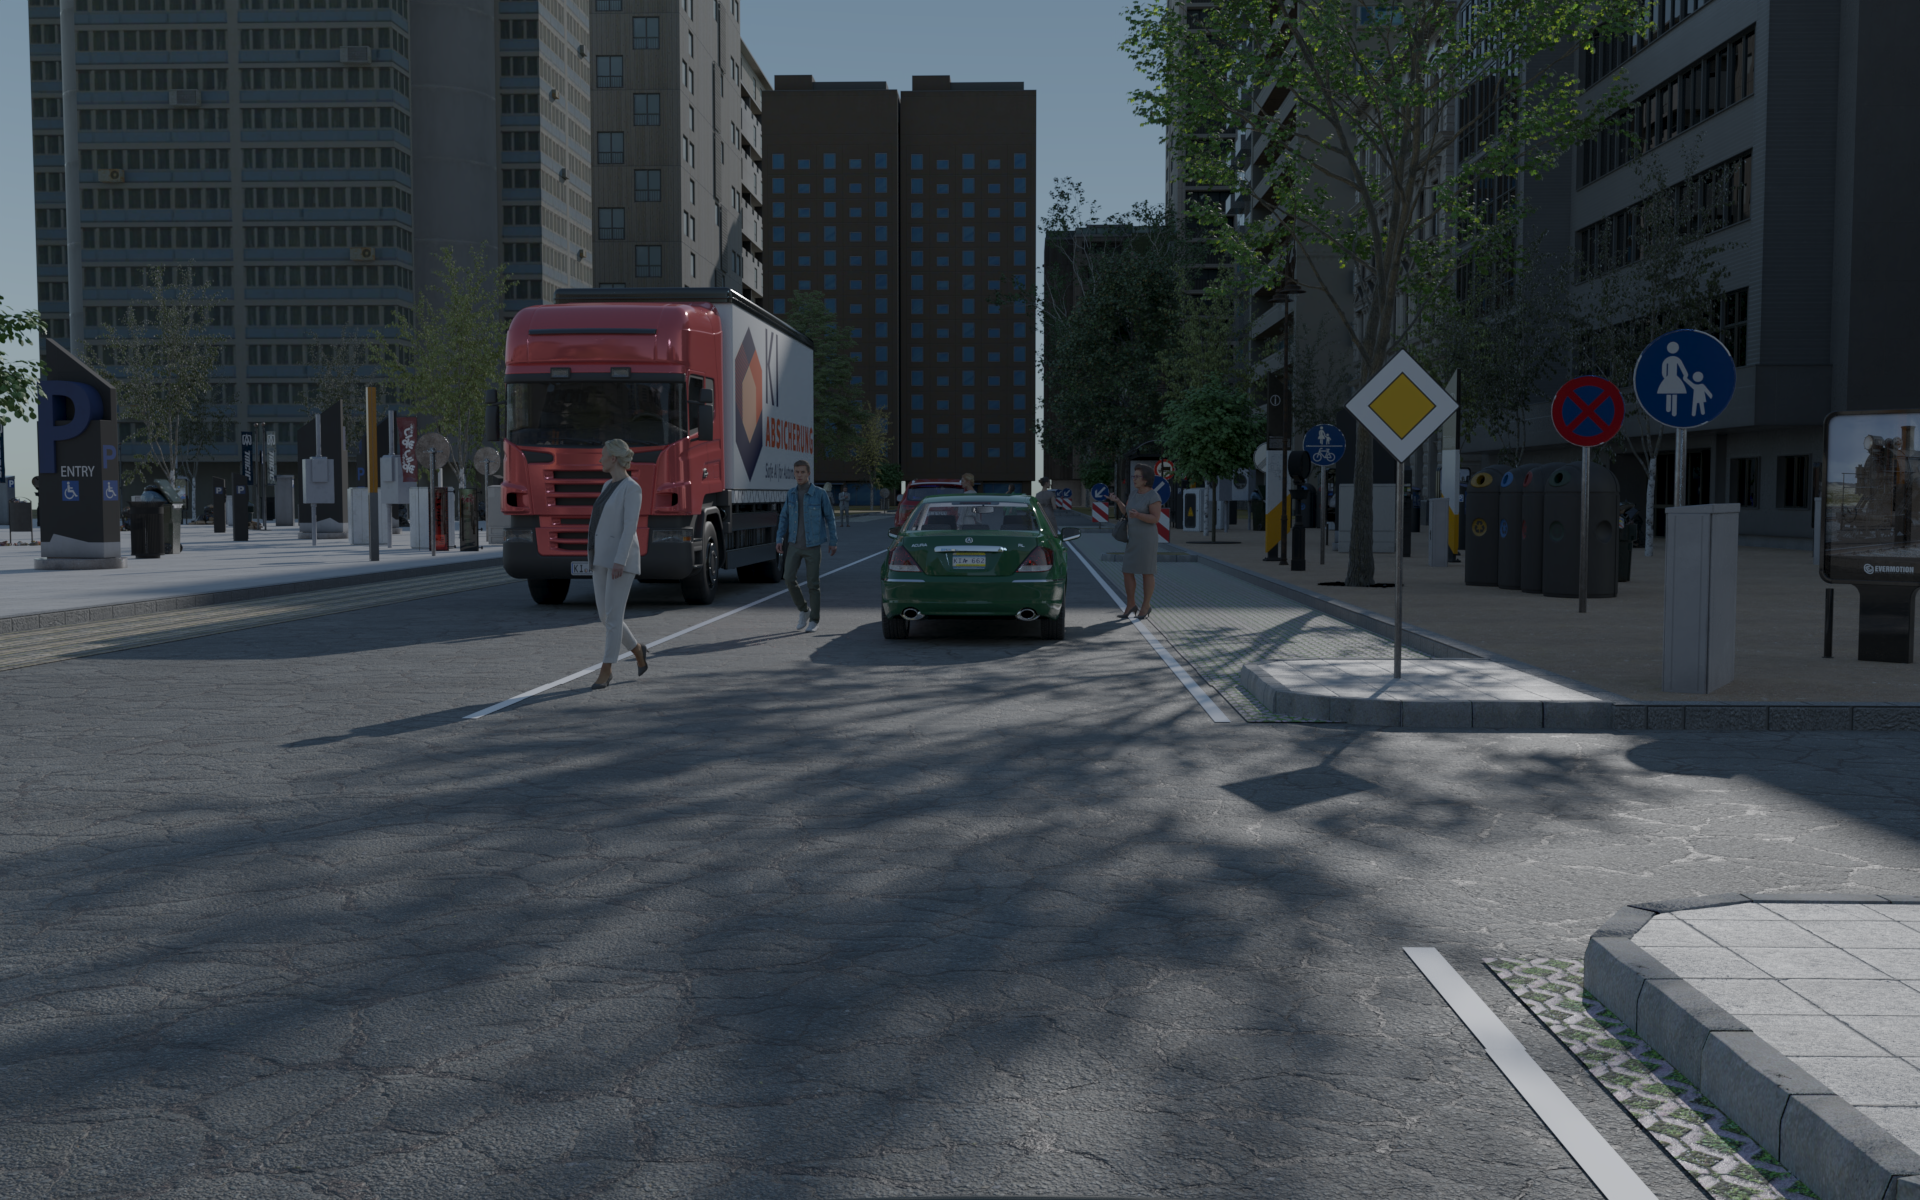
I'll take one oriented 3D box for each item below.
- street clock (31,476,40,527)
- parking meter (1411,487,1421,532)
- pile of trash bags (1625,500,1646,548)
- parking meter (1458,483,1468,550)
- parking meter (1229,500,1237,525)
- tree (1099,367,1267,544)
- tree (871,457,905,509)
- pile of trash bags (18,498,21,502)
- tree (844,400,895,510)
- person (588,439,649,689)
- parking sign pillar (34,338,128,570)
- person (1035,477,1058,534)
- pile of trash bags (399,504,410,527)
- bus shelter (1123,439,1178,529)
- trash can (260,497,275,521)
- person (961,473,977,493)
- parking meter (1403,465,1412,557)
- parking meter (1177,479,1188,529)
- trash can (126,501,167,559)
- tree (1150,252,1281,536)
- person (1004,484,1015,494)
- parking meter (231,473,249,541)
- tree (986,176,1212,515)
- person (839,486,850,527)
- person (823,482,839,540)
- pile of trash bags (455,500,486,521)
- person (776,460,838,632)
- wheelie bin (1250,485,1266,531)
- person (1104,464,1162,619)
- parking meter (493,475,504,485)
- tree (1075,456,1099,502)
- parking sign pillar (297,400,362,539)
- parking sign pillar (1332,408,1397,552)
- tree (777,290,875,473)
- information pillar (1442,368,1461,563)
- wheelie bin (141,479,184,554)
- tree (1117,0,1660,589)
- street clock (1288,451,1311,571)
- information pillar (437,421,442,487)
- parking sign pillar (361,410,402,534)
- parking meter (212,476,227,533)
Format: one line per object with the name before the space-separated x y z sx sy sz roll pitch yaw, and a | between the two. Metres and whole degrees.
street clock | -36.395 -3.908 68.462 0.471 2.002 0.358 -1 4 -18
parking meter | 15.247 -3.037 58.072 0.372 1.533 0.369 0 3 0
pile of trash bags | 15.095 -1.988 42.261 1.912 1.369 3.447 -2 4 -24
parking meter | 11.608 -1.918 39.768 0.372 1.533 0.369 0 3 0
parking meter | 11.429 -4.093 72.625 0.399 1.863 0.255 -1 4 -12
tree | 6.536 -3.753 45.082 4.285 4.588 4.351 0 3 0
tree | -6.523 -10.400 153.747 4.285 4.588 4.351 0 3 0
pile of trash bags | -48.553 -4.753 87.462 1.912 1.369 3.447 0 4 -3
tree | -7.035 -11.308 135.244 4.360 8.622 3.978 0 3 0
person | -2.541 -0.284 13.021 0.514 1.842 0.818 2 4 29
parking sign pillar | -15.165 -2.526 29.771 1.447 3.967 1.447 1 4 15
person | 1.803 -1.605 35.075 0.599 1.781 0.374 2 4 28
pile of trash bags | -22.920 -3.574 68.180 1.912 1.369 3.447 -2 4 -31
bus shelter | 7.446 -4.462 66.872 2.014 3.302 5.546 0 4 2
trash can | -33.401 -4.400 83.585 0.748 1.137 0.748 0 3 0
person | 0.151 -1.228 28.925 0.624 1.780 0.694 3 5 39
parking meter | 9.028 -1.805 35.218 0.255 1.863 0.399 0 4 6
parking meter | 8.147 -3.532 63.465 0.255 1.863 0.399 -2 4 -30
trash can | -16.194 -1.398 34.505 0.748 1.137 0.748 0 3 0
tree | 7.644 -6.277 52.993 4.737 8.622 4.395 0 3 0
person | 1.835 -3.185 60.814 0.529 1.795 0.600 -1 4 -11
parking meter | -19.610 -2.539 47.221 0.399 1.863 0.255 -2 4 -35
tree | 8.375 -15.190 104.238 12.611 20.169 13.585 0 3 0
person | -5.046 -4.103 75.762 0.511 1.800 0.466 -1 4 -17
person | -4.157 -2.802 54.495 0.537 1.800 0.526 3 4 37
pile of trash bags | -22.695 -4.450 82.511 1.912 1.369 3.447 -3 4 -37
person | -1.595 -0.562 18.039 0.601 1.785 0.444 1 4 21
wheelie bin | 10.537 -3.209 60.369 0.980 1.594 0.693 -2 4 -32
person | 1.966 -0.680 19.970 0.532 1.782 0.716 -3 4 -36
parking meter | -14.150 -2.908 53.257 0.255 1.863 0.399 -3 5 -44
tree | 10.691 -9.328 136.221 4.285 4.588 4.351 0 3 0
parking sign pillar | -18.284 -3.745 49.706 1.447 3.967 1.447 0 4 4
parking sign pillar | 9.126 -3.085 38.920 1.447 3.967 1.447 1 4 20
tree | -8.601 -10.889 96.159 7.486 12.596 7.792 0 3 0
information pillar | 9.221 -2.518 32.520 0.183 3.616 0.504 -1 4 -15
wheelie bin | -17.072 -1.782 37.041 0.693 1.594 0.980 0 4 -4
tree | 5.722 -5.989 23.680 9.928 11.665 9.643 0 3 0
street clock | 5.655 -1.488 28.895 0.358 2.002 0.471 2 4 34
information pillar | -16.708 -3.933 55.667 0.183 3.616 0.504 -1 4 -11
parking sign pillar | -18.628 -4.092 55.377 1.447 3.967 1.447 2 4 31
parking meter | -24.507 -3.159 57.353 0.399 1.863 0.255 -1 4 -18
